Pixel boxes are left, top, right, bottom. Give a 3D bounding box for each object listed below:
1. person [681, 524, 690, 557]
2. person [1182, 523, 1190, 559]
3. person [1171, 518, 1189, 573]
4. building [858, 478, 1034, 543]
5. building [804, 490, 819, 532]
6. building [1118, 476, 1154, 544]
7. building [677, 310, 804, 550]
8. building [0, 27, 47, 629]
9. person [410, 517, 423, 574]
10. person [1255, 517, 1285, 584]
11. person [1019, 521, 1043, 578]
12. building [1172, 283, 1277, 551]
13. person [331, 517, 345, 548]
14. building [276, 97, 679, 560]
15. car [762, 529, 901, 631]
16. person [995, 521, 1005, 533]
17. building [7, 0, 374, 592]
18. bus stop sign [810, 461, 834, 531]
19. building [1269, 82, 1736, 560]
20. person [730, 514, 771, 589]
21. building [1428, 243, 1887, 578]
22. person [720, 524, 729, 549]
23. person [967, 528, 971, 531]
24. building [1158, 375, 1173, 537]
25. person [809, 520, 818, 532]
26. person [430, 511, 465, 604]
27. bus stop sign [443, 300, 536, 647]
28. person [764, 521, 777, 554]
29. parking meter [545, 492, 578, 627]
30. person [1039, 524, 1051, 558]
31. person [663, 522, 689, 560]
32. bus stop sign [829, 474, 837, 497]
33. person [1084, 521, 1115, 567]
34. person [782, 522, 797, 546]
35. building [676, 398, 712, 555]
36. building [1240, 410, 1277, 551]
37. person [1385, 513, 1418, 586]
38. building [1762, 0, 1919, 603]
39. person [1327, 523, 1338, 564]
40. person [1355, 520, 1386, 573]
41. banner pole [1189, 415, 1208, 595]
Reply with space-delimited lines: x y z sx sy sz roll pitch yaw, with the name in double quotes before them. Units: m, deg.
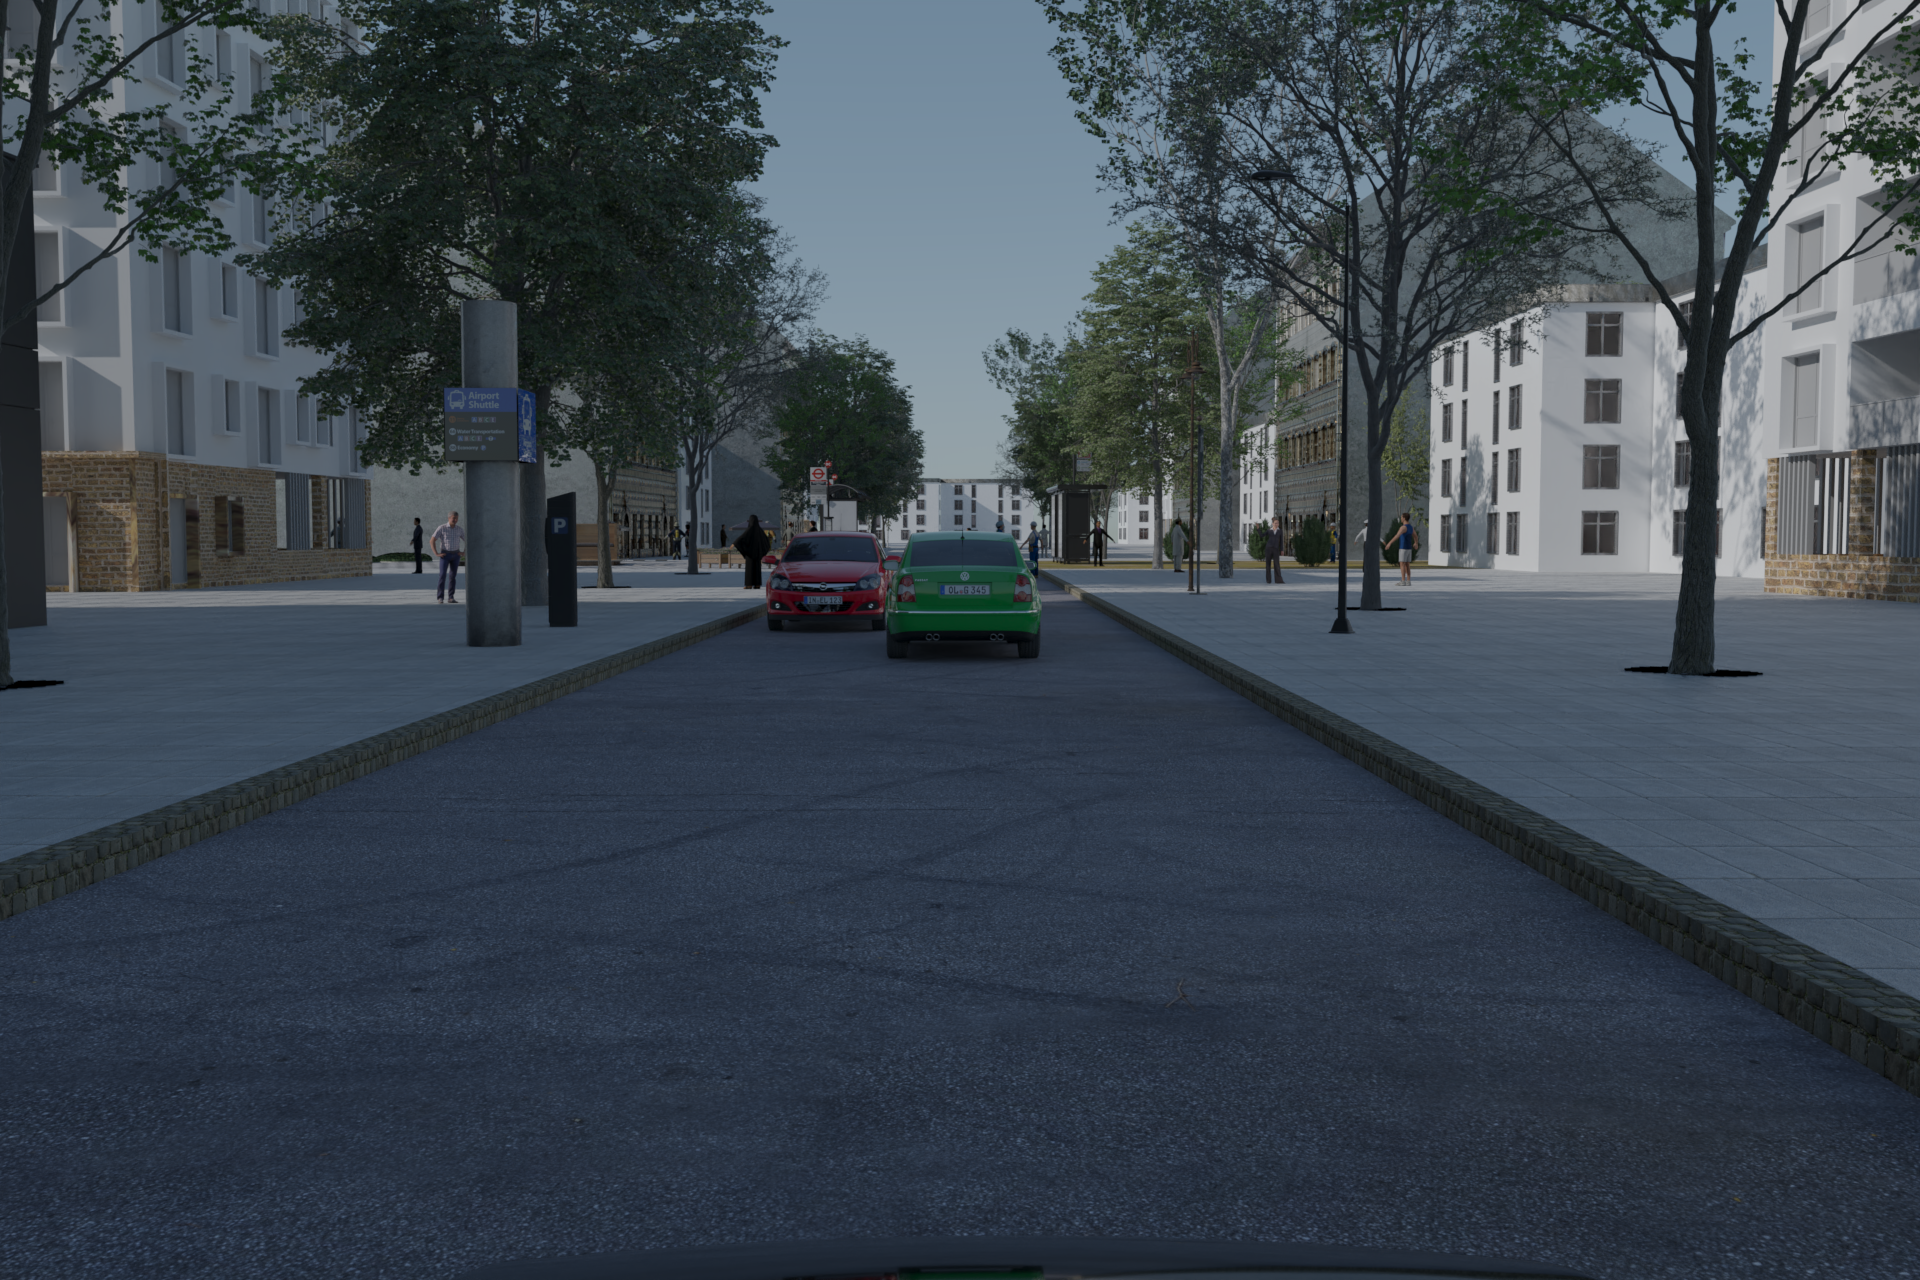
"person" -15.152 -5.510 96.225 0.704 1.843 1.345 1 4 18
"person" 11.337 -5.001 87.706 1.347 1.837 0.705 -3 4 -38
"person" 7.323 -3.168 57.880 0.704 1.819 1.344 -1 4 -17
"building" -2.874 -19.246 259.280 28.070 9.664 9.099 0 4 3
"building" -24.289 -22.299 221.000 16.016 20.090 11.380 0 4 1
"building" 25.910 -17.104 221.801 9.099 9.664 28.070 0 4 0
"building" -23.068 -19.078 142.861 19.493 23.208 18.063 0 3 0
"building" -27.084 -10.016 7.738 27.936 21.610 32.646 0 4 1
"person" -17.615 -3.066 56.183 0.704 1.823 1.345 0 4 -7
"person" 7.999 -2.315 44.691 0.742 1.727 0.445 -1 4 -23
"person" 2.359 -2.915 55.971 0.705 1.847 1.347 2 4 35
"building" 27.795 -19.034 142.142 19.493 23.208 18.063 0 4 1
"person" -19.766 -3.033 55.422 1.345 1.849 0.704 0 4 6
"building" -26.135 -16.042 93.211 19.493 23.208 18.063 0 4 1
"car" -1.965 -1.102 27.066 2.155 1.783 4.494 0 4 0
"person" 1.202 -2.567 50.559 0.704 1.817 1.347 -1 4 -9
"building" -23.064 -11.206 39.645 16.016 20.090 11.380 0 4 1
"bus stop sign" -5.016 -4.553 63.152 0.855 3.939 0.416 0 4 0
"building" 27.797 -16.027 92.967 19.493 23.208 18.063 0 4 1
"person" -4.868 -2.053 40.355 0.721 1.737 1.214 3 5 41
"building" 24.024 -7.112 58.427 9.099 9.664 28.070 0 3 0
"person" -12.878 -5.406 94.522 0.704 1.812 1.346 -1 4 -23
"person" 0.334 -4.523 83.131 0.721 1.740 1.216 1 4 18
"building" 27.741 -20.846 197.252 16.016 20.090 11.380 0 4 1
"person" -5.664 -3.681 66.372 0.705 1.806 1.347 2 4 24
"person" -9.452 -1.542 32.198 0.756 1.711 0.436 -2 4 -29
"bus stop sign" -5.367 -1.885 19.842 0.837 3.901 0.837 0 4 0
"person" -8.423 -4.279 75.725 1.354 1.858 0.705 3 5 44
"parking meter" -5.515 -1.115 23.947 0.399 1.863 0.255 0 4 0
"person" 4.572 -5.343 93.545 1.347 1.806 0.705 1 4 21
"person" -13.920 -4.853 85.127 1.354 1.856 0.705 -1 4 -14
"bus stop sign" -5.800 -5.413 77.213 0.855 3.939 0.416 0 4 2
"person" 5.476 -3.799 68.341 1.346 1.802 0.704 -1 4 -19
"person" -7.162 -4.112 73.509 0.705 1.796 1.348 -3 5 -44
"building" -21.616 -10.877 119.994 9.099 9.664 28.070 0 4 0
"building" 25.687 -10.723 117.472 9.099 9.664 28.070 0 3 0
"person" 11.017 -2.249 42.947 1.345 1.807 0.704 -3 5 -43
"building" 22.663 -10.956 35.558 16.016 20.090 11.380 0 4 0
"person" 16.186 -4.228 75.593 0.721 1.772 1.216 -1 4 -9
"person" 13.564 -3.113 57.361 0.721 1.778 1.216 -3 5 -42
"banner pole" 5.058 -2.839 36.435 0.401 3.779 0.863 0 4 0
